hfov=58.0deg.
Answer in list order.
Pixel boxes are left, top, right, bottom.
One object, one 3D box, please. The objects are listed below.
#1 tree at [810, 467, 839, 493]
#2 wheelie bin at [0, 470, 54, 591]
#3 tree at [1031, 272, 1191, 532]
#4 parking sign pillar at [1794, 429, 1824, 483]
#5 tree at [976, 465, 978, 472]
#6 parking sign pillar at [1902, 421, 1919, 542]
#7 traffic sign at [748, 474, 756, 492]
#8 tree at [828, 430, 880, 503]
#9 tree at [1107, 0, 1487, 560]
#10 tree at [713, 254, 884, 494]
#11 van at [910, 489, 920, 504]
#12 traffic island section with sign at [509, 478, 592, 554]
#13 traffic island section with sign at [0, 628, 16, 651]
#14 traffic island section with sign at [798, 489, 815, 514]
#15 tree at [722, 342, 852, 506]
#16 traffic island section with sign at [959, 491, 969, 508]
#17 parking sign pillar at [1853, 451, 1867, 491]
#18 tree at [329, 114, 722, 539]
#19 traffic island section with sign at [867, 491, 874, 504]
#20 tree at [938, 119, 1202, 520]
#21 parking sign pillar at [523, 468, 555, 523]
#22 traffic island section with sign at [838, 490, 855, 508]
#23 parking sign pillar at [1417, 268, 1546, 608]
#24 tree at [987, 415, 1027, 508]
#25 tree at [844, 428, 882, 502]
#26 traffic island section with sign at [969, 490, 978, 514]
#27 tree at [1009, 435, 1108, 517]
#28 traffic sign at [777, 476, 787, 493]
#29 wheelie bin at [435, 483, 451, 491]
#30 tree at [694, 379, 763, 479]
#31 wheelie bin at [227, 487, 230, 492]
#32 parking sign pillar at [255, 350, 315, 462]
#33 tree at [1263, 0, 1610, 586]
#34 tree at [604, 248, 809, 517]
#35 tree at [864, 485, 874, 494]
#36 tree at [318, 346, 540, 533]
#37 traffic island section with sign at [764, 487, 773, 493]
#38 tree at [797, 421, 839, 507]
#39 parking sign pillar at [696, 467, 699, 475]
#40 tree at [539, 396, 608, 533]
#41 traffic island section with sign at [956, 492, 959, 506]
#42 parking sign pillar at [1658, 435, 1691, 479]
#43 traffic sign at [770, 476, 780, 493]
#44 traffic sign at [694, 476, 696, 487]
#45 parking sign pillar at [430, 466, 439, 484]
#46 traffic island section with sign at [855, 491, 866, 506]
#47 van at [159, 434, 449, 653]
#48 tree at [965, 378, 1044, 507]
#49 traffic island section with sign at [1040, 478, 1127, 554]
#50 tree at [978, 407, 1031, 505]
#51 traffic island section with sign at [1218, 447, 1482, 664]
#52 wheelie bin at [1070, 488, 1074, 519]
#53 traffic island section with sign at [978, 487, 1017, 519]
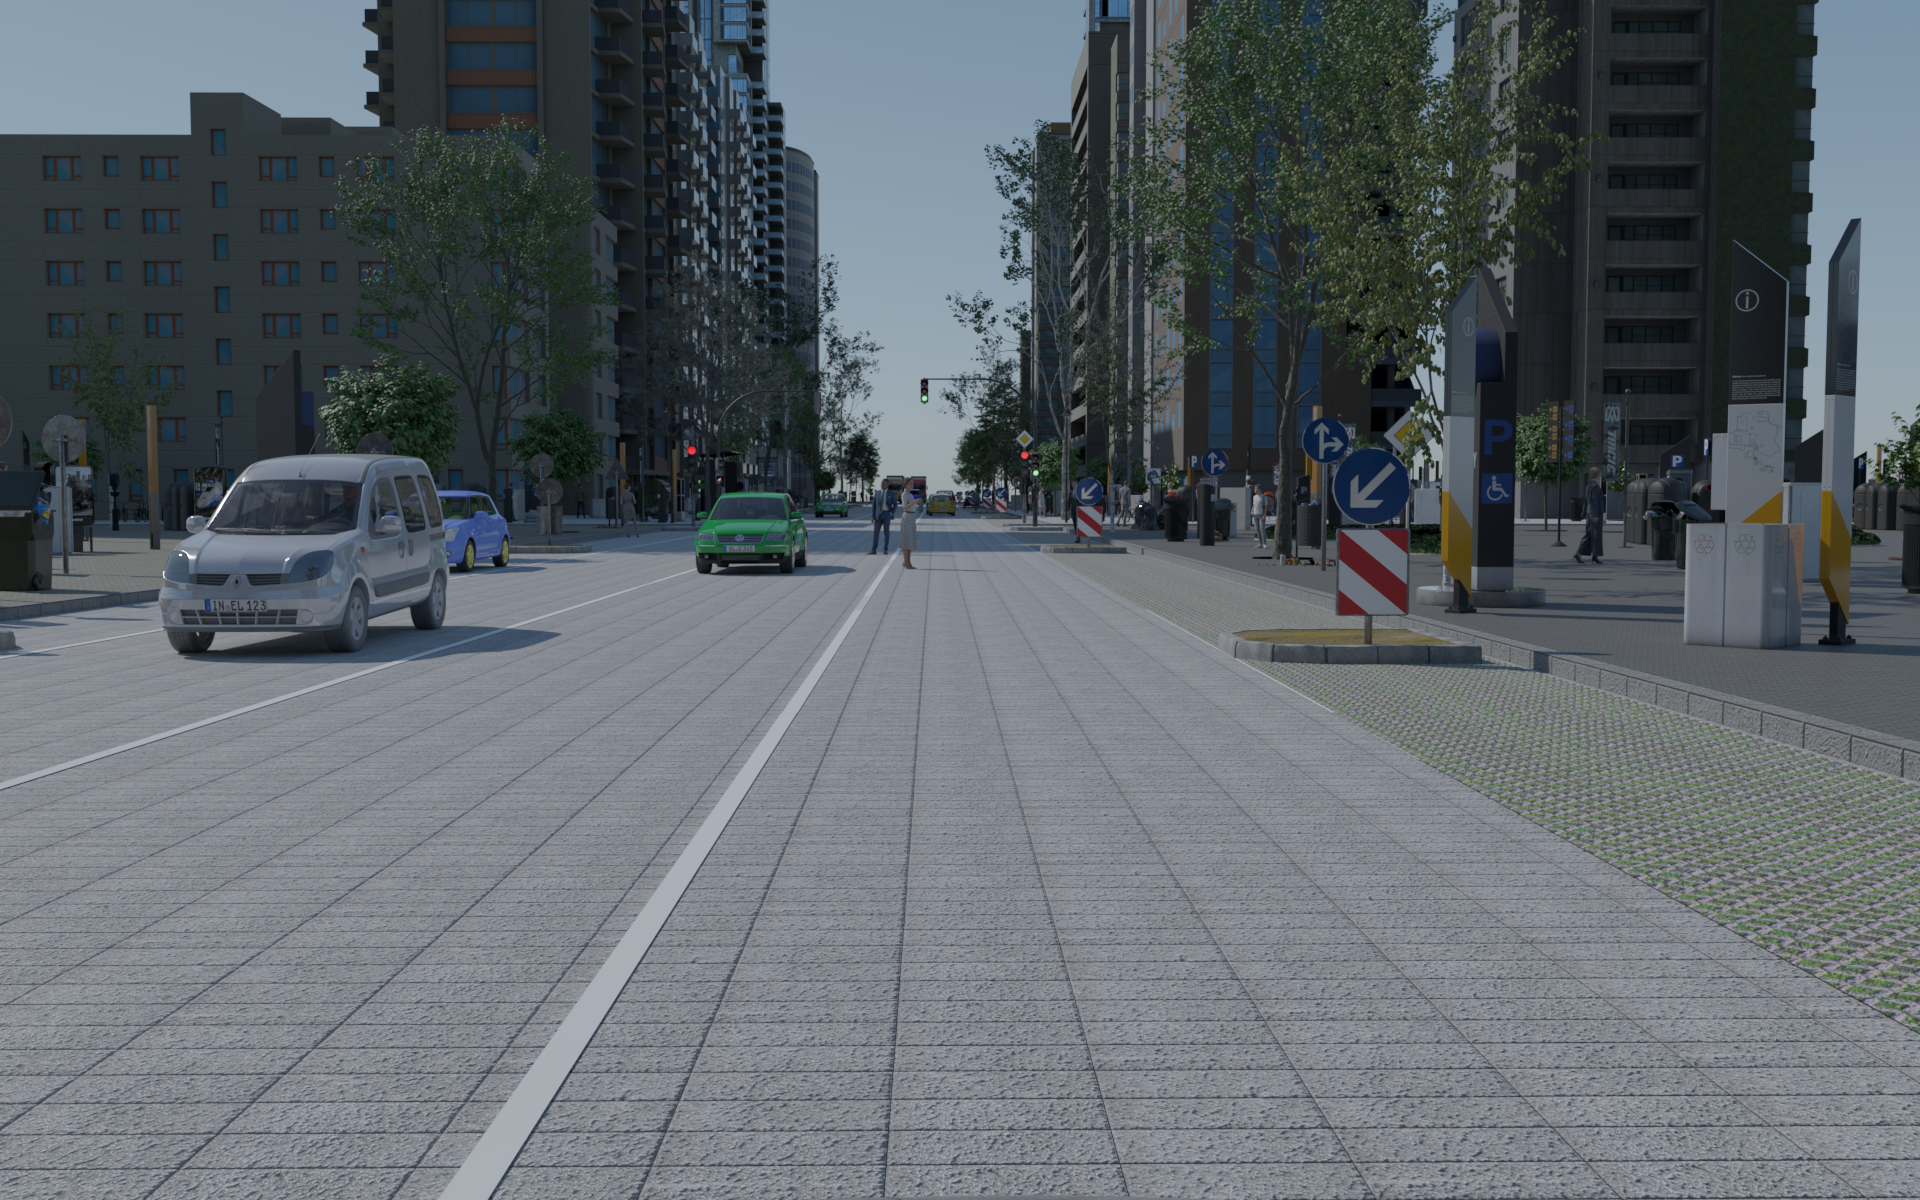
[{"bbox_3d":[-15.513,-13.094,197.802,4.285,4.588,4.351,0,3,0],"label":"tree"},{"bbox_3d":[-12.544,-0.930,23.107,0.980,1.594,0.693,0,4,-1],"label":"wheelie bin"},{"bbox_3d":[5.207,-6.551,57.473,4.360,8.622,3.978,0,3,0],"label":"tree"},{"bbox_3d":[32.490,-4.735,65.888,1.447,3.967,1.447,3,4,36],"label":"parking sign pillar"},{"bbox_3d":[3.901,-15.139,197.890,4.360,8.622,3.978,0,3,0],"label":"tree"},{"bbox_3d":[25.627,-3.487,45.479,1.447,3.967,1.447,-1,4,-22],"label":"parking sign pillar"},{"bbox_3d":[-13.248,-6.790,111.114,0.768,2.556,0.104,0,4,6],"label":"traffic sign"},{"bbox_3d":[-15.745,-20.254,265.558,7.601,10.594,8.767,1,4,9],"label":"tree"},{"bbox_3d":[6.467,-6.596,33.605,9.928,11.665,9.643,0,3,0],"label":"tree"},{"bbox_3d":[-12.416,-17.112,135.664,12.611,20.169,13.585,0,3,0],"label":"tree"},{"bbox_3d":[-6.110,-13.470,224.615,2.240,2.365,5.245,0,4,-3],"label":"van"},{"bbox_3d":[-10.135,-2.072,42.513,1.989,1.847,2.006,0,4,-1],"label":"traffic island section with sign"},{"bbox_3d":[-9.754,-0.424,15.561,1.989,1.847,2.006,0,4,-1],"label":"traffic island section with sign"},{"bbox_3d":[-11.293,-7.165,125.778,1.989,1.847,2.006,0,4,-1],"label":"traffic island section with sign"},{"bbox_3d":[-13.119,-11.741,117.726,9.928,11.665,9.643,0,3,0],"label":"tree"},{"bbox_3d":[1.138,-10.195,175.323,1.989,1.847,2.006,0,4,-1],"label":"traffic island section with sign"},{"bbox_3d":[55.570,-7.286,107.601,1.447,3.967,1.447,2,4,27],"label":"parking sign pillar"},{"bbox_3d":[-13.342,-7.518,48.676,9.928,11.665,9.643,0,3,0],"label":"tree"},{"bbox_3d":[-13.138,-15.283,258.512,1.989,1.847,2.006,0,4,-1],"label":"traffic island section with sign"},{"bbox_3d":[5.707,-14.087,86.210,12.611,20.169,13.585,0,3,0],"label":"tree"},{"bbox_3d":[-18.781,-5.435,77.342,1.447,3.967,1.447,1,4,19],"label":"parking sign pillar"},{"bbox_3d":[-11.979,-10.196,175.339,1.989,1.847,2.006,0,4,-1],"label":"traffic island section with sign"},{"bbox_3d":[6.080,-1.935,20.108,1.447,3.967,1.447,0,4,3],"label":"parking sign pillar"},{"bbox_3d":[4.473,-12.783,159.367,4.737,8.622,4.395,0,3,0],"label":"tree"},{"bbox_3d":[-16.708,-23.017,294.457,7.486,12.596,7.792,0,3,0],"label":"tree"},{"bbox_3d":[1.833,-7.176,125.951,1.989,1.847,2.006,0,4,-1],"label":"traffic island section with sign"},{"bbox_3d":[5.252,-6.931,97.041,4.285,4.588,4.351,0,3,0],"label":"tree"},{"bbox_3d":[-13.062,-7.740,126.546,0.884,2.594,0.081,0,4,2],"label":"traffic sign"},{"bbox_3d":[-15.605,-2.680,51.718,0.980,1.594,0.693,2,4,31],"label":"wheelie bin"},{"bbox_3d":[-13.727,-9.496,105.626,4.737,8.622,4.395,0,3,0],"label":"tree"},{"bbox_3d":[-31.875,-4.137,75.549,0.980,1.594,0.693,-1,4,-19],"label":"wheelie bin"},{"bbox_3d":[-12.828,-2.720,32.947,1.447,3.967,1.447,3,4,36],"label":"parking sign pillar"},{"bbox_3d":[6.482,-4.479,23.597,4.737,8.622,4.395,0,3,0],"label":"tree"},{"bbox_3d":[-12.938,-10.842,87.640,12.009,13.543,11.850,0,3,0],"label":"tree"},{"bbox_3d":[-15.689,-18.826,302.397,1.663,3.219,1.824,0,3,0],"label":"tree"},{"bbox_3d":[-12.621,-3.365,38.730,4.285,4.588,4.351,0,3,0],"label":"tree"},{"bbox_3d":[-10.906,-5.468,98.034,1.989,1.847,2.006,0,4,-1],"label":"traffic island section with sign"},{"bbox_3d":[-13.964,-13.226,166.607,4.737,8.622,4.395,0,3,0],"label":"tree"},{"bbox_3d":[-18.609,-8.385,125.566,1.447,3.967,1.447,-3,5,-41],"label":"parking sign pillar"},{"bbox_3d":[-13.520,-4.537,57.888,4.285,4.588,4.351,0,3,0],"label":"tree"},{"bbox_3d":[0.751,-11.894,203.094,1.989,1.847,2.006,0,4,-1],"label":"traffic island section with sign"},{"bbox_3d":[32.979,-5.600,80.027,1.447,3.967,1.447,1,4,12],"label":"parking sign pillar"},{"bbox_3d":[-13.158,-7.524,123.125,0.768,2.556,0.104,0,4,3],"label":"traffic sign"},{"bbox_3d":[-14.493,-5.754,96.203,0.606,2.300,0.079,0,4,0],"label":"traffic sign"},{"bbox_3d":[-20.538,-4.737,65.915,1.447,3.967,1.447,0,4,2],"label":"parking sign pillar"},{"bbox_3d":[-12.361,-11.845,202.292,1.989,1.847,2.006,0,4,-1],"label":"traffic island section with sign"},{"bbox_3d":[-6.307,-0.609,16.971,2.013,2.044,4.112,0,4,-1],"label":"van"},{"bbox_3d":[4.401,-15.370,169.432,7.486,12.596,7.792,0,3,0],"label":"tree"},{"bbox_3d":[2.990,-2.066,42.400,1.989,1.847,2.006,0,4,-1],"label":"traffic island section with sign"},{"bbox_3d":[4.425,-11.896,144.856,4.360,8.622,3.978,0,3,0],"label":"tree"},{"bbox_3d":[3.371,-0.417,15.448,1.989,1.847,2.006,0,4,-1],"label":"traffic island section with sign"},{"bbox_3d":[6.021,-5.080,90.961,0.693,1.594,0.980,0,4,-8],"label":"wheelie bin"},{"bbox_3d":[2.215,-5.515,98.804,1.989,1.847,2.006,0,4,-1],"label":"traffic island section with sign"}]
